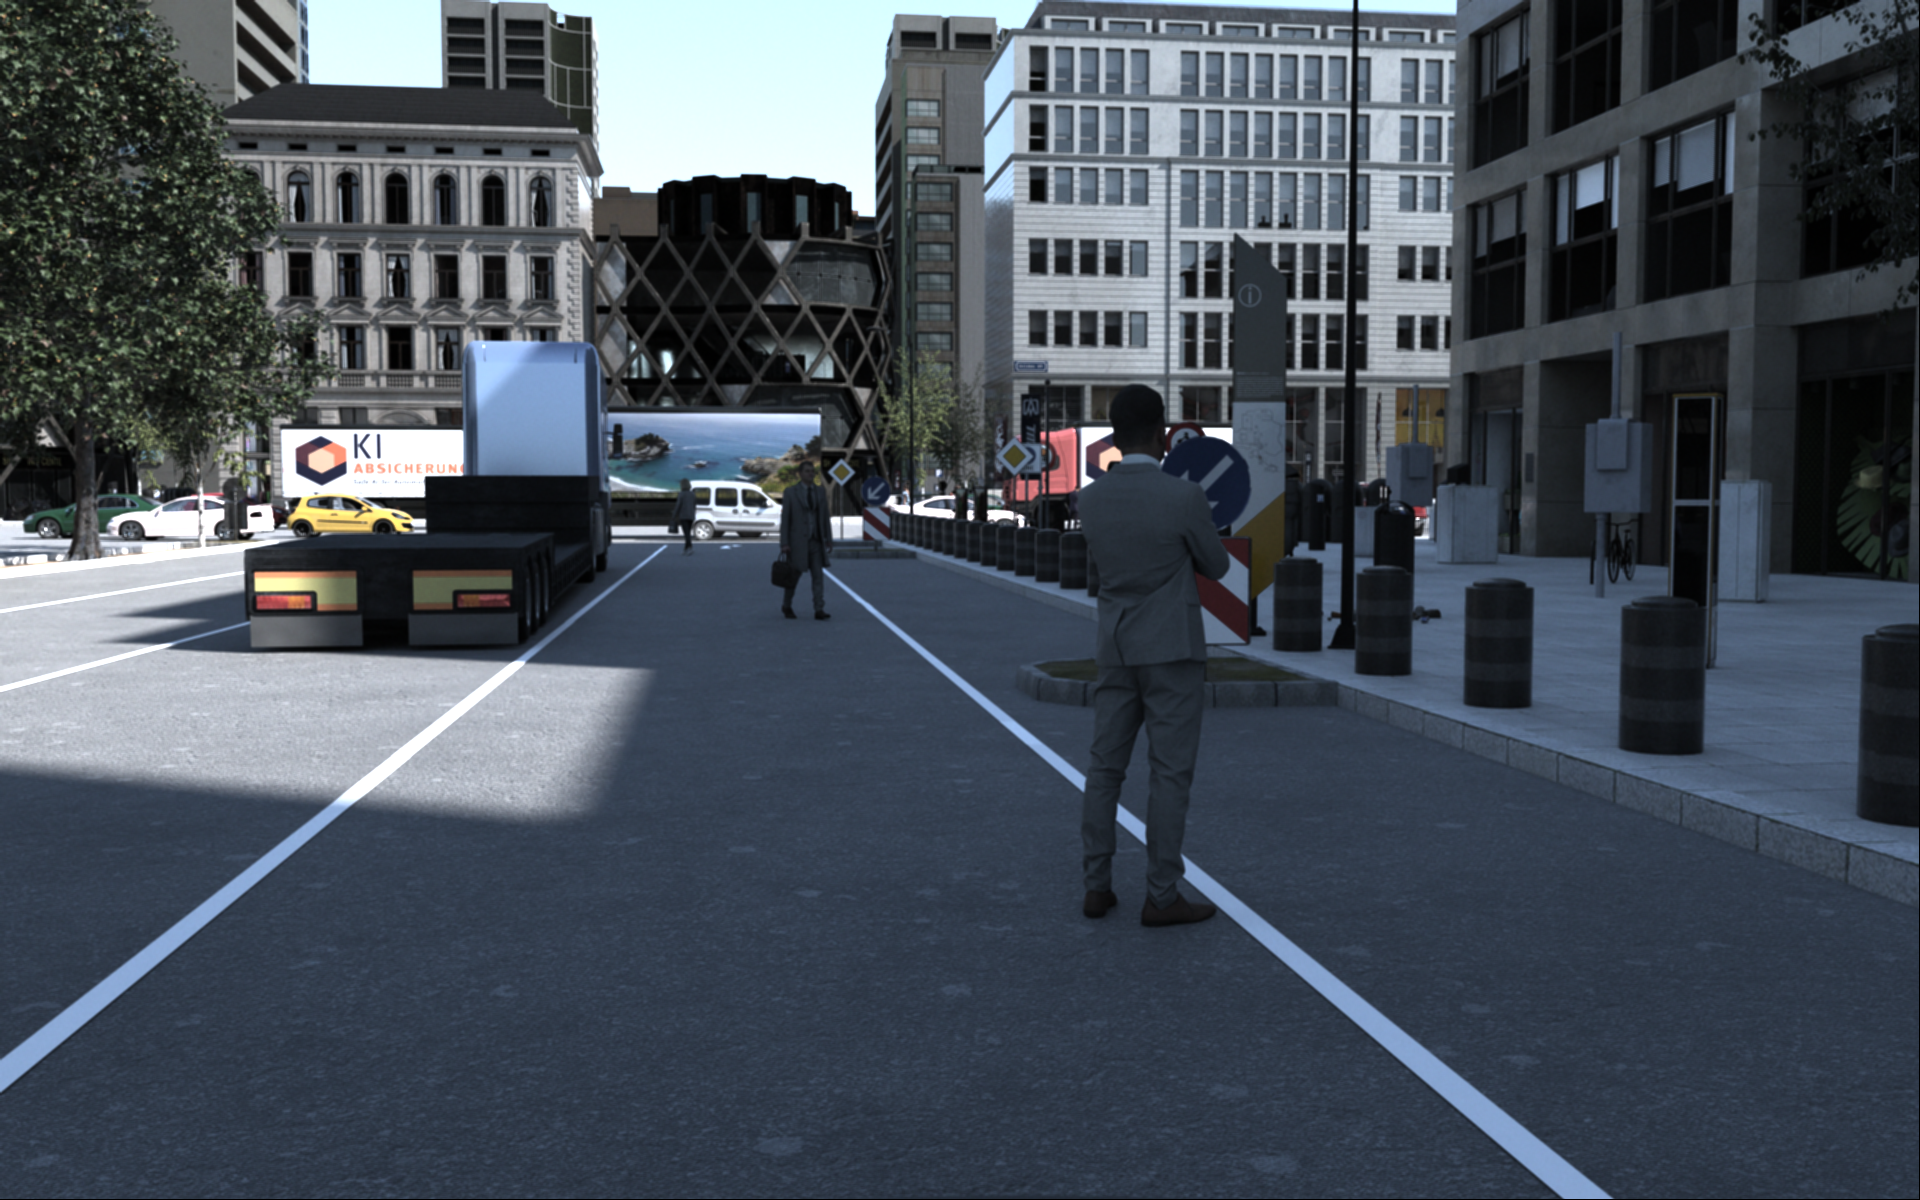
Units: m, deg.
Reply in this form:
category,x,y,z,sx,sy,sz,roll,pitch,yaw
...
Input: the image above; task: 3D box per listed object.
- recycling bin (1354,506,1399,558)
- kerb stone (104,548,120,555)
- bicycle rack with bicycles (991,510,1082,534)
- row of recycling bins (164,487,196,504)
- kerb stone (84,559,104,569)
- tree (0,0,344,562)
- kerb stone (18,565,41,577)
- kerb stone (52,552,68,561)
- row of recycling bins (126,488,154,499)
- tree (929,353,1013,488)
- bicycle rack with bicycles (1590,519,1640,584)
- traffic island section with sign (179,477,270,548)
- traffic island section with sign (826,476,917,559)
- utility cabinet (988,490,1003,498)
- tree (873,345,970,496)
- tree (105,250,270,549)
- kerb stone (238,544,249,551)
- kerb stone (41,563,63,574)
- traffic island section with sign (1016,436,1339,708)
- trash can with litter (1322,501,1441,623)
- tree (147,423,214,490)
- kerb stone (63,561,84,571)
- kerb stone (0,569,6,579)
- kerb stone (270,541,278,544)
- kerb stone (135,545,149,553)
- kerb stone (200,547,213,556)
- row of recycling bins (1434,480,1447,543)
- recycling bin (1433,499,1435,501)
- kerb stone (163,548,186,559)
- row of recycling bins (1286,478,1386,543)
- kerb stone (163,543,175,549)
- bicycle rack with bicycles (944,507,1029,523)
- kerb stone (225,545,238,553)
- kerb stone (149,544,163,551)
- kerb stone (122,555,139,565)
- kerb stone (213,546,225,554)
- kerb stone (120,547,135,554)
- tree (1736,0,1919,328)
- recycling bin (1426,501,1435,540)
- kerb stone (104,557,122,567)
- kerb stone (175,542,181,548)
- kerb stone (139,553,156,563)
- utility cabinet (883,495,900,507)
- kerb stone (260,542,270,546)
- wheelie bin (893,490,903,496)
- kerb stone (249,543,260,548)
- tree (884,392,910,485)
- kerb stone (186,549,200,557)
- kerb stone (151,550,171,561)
category,x,y,z,sx,sy,sz,roll,pitch,yaw
recycling bin,8.483,-1.390,35.273,0.722,1.027,0.722,2,4,30
kerb stone,-19.876,-1.108,40.354,0.120,0.150,1.000,0,4,-8
bicycle rack with bicycles,2.622,-1.185,32.764,2.925,0.926,2.852,2,4,31
row of recycling bins,-49.173,-6.237,109.082,3.534,1.692,1.069,3,5,44
kerb stone,-16.848,-0.684,33.480,0.120,0.150,1.000,0,4,-8
tree,-18.374,-7.138,36.169,9.611,12.733,9.660,0,3,0
kerb stone,-16.448,-0.503,30.425,0.120,0.150,1.000,0,4,-8
kerb stone,-19.469,-0.921,37.298,0.120,0.150,1.000,0,4,-8
row of recycling bins,-60.164,-7.253,125.695,1.069,1.692,3.534,2,4,31
tree,0.543,-8.615,91.216,4.360,8.622,3.978,0,3,0
bicycle rack with bicycles,10.327,-0.719,25.130,2.852,0.926,2.925,2,4,25
traffic island section with sign,-19.633,-2.347,46.514,2.006,1.907,1.989,0,4,-8
traffic island section with sign,-2.068,-1.874,39.260,1.989,1.847,2.006,0,4,-8
utility cabinet,1.827,-4.797,87.104,1.173,1.500,0.318,-1,4,-16
tree,-2.050,-8.199,84.422,4.737,8.622,4.395,0,3,0
tree,-19.183,-5.547,43.510,4.737,8.622,4.395,0,3,0
kerb stone,-18.201,-1.310,43.685,0.120,0.150,1.000,0,4,-8
kerb stone,-16.580,-0.566,31.443,0.120,0.150,1.000,0,4,-8
traffic island section with sign,1.461,-0.239,12.536,1.989,1.847,2.006,0,4,-8
trash can with litter,4.101,-0.412,17.800,2.233,1.210,1.678,-2,4,-31
tree,-52.748,-10.195,117.056,4.360,8.622,3.978,0,3,0
kerb stone,-16.710,-0.628,32.462,0.120,0.150,1.000,0,4,-8
kerb stone,-16.310,-0.433,29.400,0.120,0.150,1.000,0,4,-8
kerb stone,-18.600,-1.502,46.757,0.120,0.150,1.000,0,4,-8
kerb stone,-20.145,-1.234,42.399,0.120,0.150,1.000,0,4,-8
kerb stone,-17.795,-1.127,40.627,0.120,0.150,1.000,0,4,-8
row of recycling bins,13.207,-2.275,44.303,1.069,1.692,3.534,-1,4,-12
recycling bin,25.696,-5.041,94.969,0.722,1.027,0.722,2,4,28
kerb stone,-17.522,-1.002,38.578,0.120,0.150,1.000,0,4,-8
row of recycling bins,9.928,-2.371,45.879,3.534,1.692,1.069,3,5,42
kerb stone,-20.421,-1.360,44.436,0.120,0.150,1.000,0,4,-8
bicycle rack with bicycles,0.867,-2.000,46.076,2.852,0.926,2.925,0,4,-5
kerb stone,-18.061,-1.252,42.666,0.120,0.150,1.000,0,4,-8
kerb stone,-20.281,-1.298,43.418,0.120,0.150,1.000,0,4,-8
kerb stone,-17.128,-0.810,35.522,0.120,0.150,1.000,0,4,-8
kerb stone,-17.934,-1.189,41.647,0.120,0.150,1.000,0,4,-8
kerb stone,-20.011,-1.173,41.377,0.120,0.150,1.000,0,4,-8
tree,9.692,-4.046,16.507,4.360,8.622,3.978,0,3,0
recycling bin,13.504,-2.174,48.099,0.722,1.027,0.722,-1,4,-9
kerb stone,-16.983,-0.753,34.503,0.120,0.150,1.000,0,4,-8
kerb stone,-20.554,-1.423,45.464,0.120,0.150,1.000,0,4,-8
kerb stone,-17.247,-0.872,36.543,0.120,0.150,1.000,0,4,-8
utility cabinet,-3.428,-4.672,87.554,1.020,1.237,0.306,-3,5,-39
kerb stone,-18.472,-1.438,45.734,0.120,0.150,1.000,0,4,-8
wheelie bin,-4.357,-7.029,122.825,0.693,1.594,0.980,-3,5,-39
kerb stone,-18.334,-1.377,44.706,0.120,0.150,1.000,0,4,-8
tree,-4.771,-10.232,117.651,4.360,8.622,3.978,0,3,0
kerb stone,-17.662,-1.064,39.597,0.120,0.150,1.000,0,4,-8
kerb stone,-17.395,-0.940,37.559,0.120,0.150,1.000,0,4,-8
